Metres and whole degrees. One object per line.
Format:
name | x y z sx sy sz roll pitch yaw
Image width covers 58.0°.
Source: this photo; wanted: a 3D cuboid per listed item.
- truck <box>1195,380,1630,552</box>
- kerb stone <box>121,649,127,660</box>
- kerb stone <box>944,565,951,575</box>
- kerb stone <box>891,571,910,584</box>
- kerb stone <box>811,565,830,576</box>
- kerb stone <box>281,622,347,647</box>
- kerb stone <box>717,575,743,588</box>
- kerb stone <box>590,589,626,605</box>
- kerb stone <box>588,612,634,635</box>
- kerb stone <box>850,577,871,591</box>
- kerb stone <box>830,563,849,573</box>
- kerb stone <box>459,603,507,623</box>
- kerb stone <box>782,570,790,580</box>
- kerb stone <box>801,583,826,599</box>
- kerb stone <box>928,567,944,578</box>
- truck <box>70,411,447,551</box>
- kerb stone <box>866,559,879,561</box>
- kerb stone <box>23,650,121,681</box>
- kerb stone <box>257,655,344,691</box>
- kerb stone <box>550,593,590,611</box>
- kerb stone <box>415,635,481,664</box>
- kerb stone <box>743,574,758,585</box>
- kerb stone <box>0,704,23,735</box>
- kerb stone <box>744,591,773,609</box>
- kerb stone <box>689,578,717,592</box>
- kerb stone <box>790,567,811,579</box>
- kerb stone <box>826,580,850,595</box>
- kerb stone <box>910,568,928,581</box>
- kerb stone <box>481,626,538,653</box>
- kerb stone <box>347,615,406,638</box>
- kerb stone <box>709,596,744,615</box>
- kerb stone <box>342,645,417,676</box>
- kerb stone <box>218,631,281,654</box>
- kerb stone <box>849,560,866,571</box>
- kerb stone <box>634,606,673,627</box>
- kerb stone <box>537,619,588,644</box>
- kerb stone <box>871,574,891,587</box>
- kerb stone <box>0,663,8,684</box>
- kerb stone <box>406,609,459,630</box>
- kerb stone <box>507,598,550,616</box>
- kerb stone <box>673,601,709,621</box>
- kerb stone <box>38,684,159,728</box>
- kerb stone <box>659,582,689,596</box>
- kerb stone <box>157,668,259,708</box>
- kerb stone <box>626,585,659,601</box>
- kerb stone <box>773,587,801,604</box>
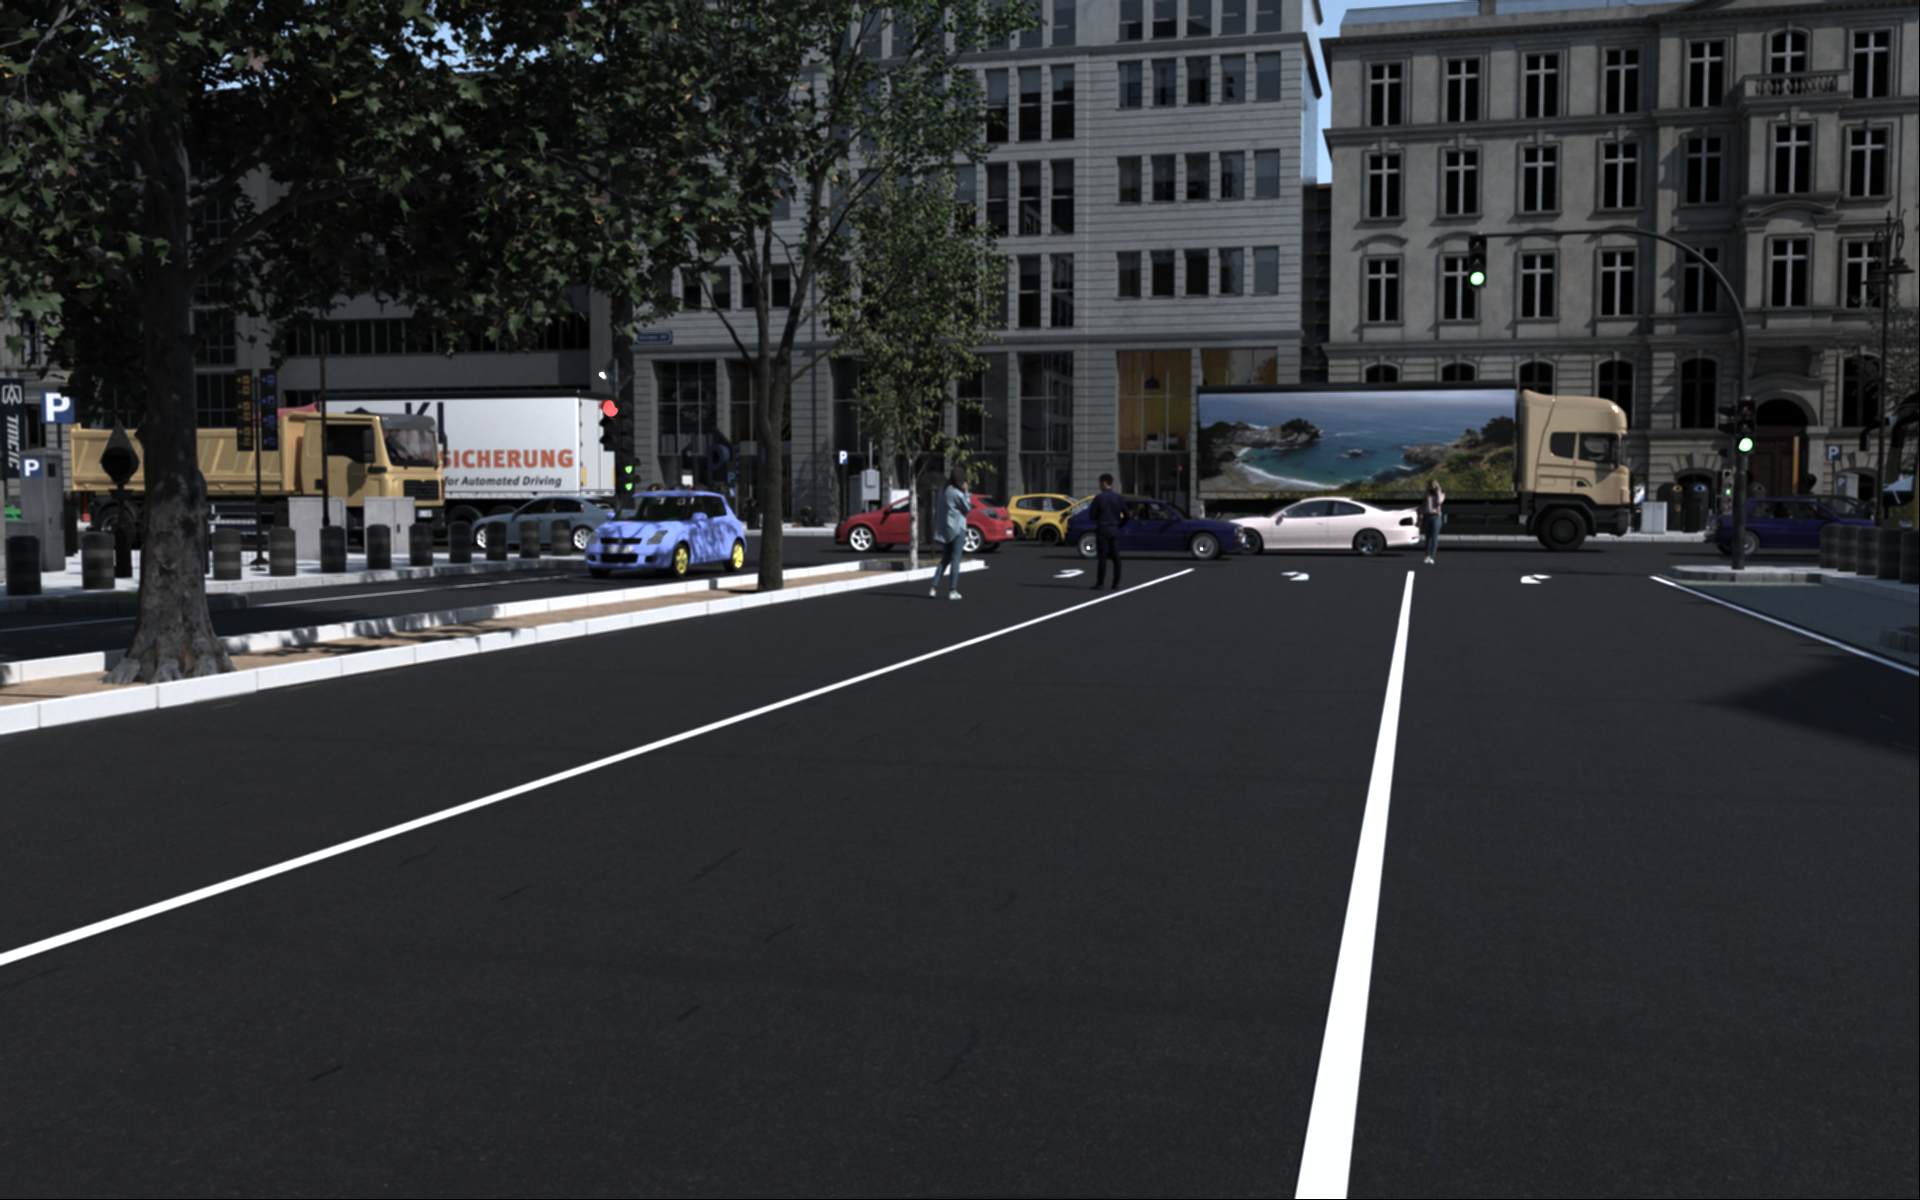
truck | 11.814 -3.393 44.386 11.283 4.237 2.839 1 4 16
kerb stone | -6.795 0.465 14.636 0.120 0.150 1.000 1 4 15
kerb stone | -0.248 -0.536 30.983 0.120 0.150 1.000 1 4 15
kerb stone | -1.056 -0.353 27.989 0.120 0.150 1.000 1 4 15
kerb stone | -2.548 -0.503 30.500 0.120 0.150 1.000 1 4 15
kerb stone | -6.256 0.345 16.615 0.120 0.150 1.000 1 4 15
kerb stone | -3.604 -0.263 26.535 0.120 0.150 1.000 1 4 15
kerb stone | -4.667 -0.023 22.568 0.120 0.150 1.000 1 4 15
kerb stone | -3.701 0.258 18.034 0.120 0.150 1.000 1 4 15
kerb stone | -1.579 -0.225 25.995 0.120 0.150 1.000 1 4 15
kerb stone | -2.286 -0.569 31.493 0.120 0.150 1.000 1 4 15
kerb stone | -5.461 0.159 19.594 0.120 0.150 1.000 1 4 15
kerb stone | -3.079 -0.384 28.519 0.120 0.150 1.000 1 4 15
kerb stone | -2.110 -0.111 24.014 0.120 0.150 1.000 1 4 15
kerb stone | -0.513 -0.476 29.981 0.120 0.150 1.000 1 4 15
truck | -16.629 -2.821 42.050 9.791 3.379 3.469 1 4 14
kerb stone | -1.754 -0.690 33.476 0.120 0.150 1.000 1 4 15
kerb stone | -7.046 0.523 13.642 0.120 0.150 1.000 1 4 15
kerb stone | -5.029 0.557 13.081 0.120 0.150 1.000 1 4 15
kerb stone | -4.931 0.038 21.578 0.120 0.150 1.000 1 4 15
kerb stone | -4.507 0.436 15.064 0.120 0.150 1.000 1 4 15
kerb stone | -3.337 -0.322 27.525 0.120 0.150 1.000 1 4 15
kerb stone | -5.818 0.740 10.107 0.120 0.150 1.000 1 4 15
kerb stone | -2.642 0.011 22.025 0.120 0.150 1.000 1 4 15
kerb stone | -3.875 -0.205 25.543 0.120 0.150 1.000 1 4 15
kerb stone | -2.813 -0.447 29.510 0.120 0.150 1.000 1 4 15
kerb stone | -1.844 -0.172 25.005 0.120 0.150 1.000 1 4 15
kerb stone | -0.781 -0.415 28.984 0.120 0.150 1.000 1 4 15
kerb stone | -4.234 0.376 16.052 0.120 0.150 1.000 1 4 15
kerb stone | -5.993 0.281 17.608 0.120 0.150 1.000 1 4 15
kerb stone | -2.902 0.074 21.018 0.120 0.150 1.000 1 4 15
kerb stone | -4.771 0.497 14.074 0.120 0.150 1.000 1 4 15
kerb stone | -6.522 0.402 15.624 0.120 0.150 1.000 1 4 15
kerb stone | -2.021 -0.629 32.485 0.120 0.150 1.000 1 4 15
kerb stone | -3.441 0.196 19.027 0.120 0.150 1.000 1 4 15
kerb stone | -3.973 0.315 17.044 0.120 0.150 1.000 1 4 15
kerb stone | -1.315 -0.294 26.995 0.120 0.150 1.000 1 4 15
kerb stone | -7.307 0.584 12.650 0.120 0.150 1.000 1 4 15
kerb stone | -5.726 0.220 18.600 0.120 0.150 1.000 1 4 15
kerb stone | -5.200 0.098 20.588 0.120 0.150 1.000 1 4 15
kerb stone | -3.187 0.133 20.025 0.120 0.150 1.000 1 4 15
kerb stone | -5.556 0.680 11.099 0.120 0.150 1.000 1 4 15
kerb stone | -4.144 -0.142 24.551 0.120 0.150 1.000 1 4 15
kerb stone | -5.287 0.619 12.089 0.120 0.150 1.000 1 4 15
kerb stone | -4.399 -0.083 23.558 0.120 0.150 1.000 1 4 15
kerb stone | -2.377 -0.051 23.024 0.120 0.150 1.000 1 4 15
